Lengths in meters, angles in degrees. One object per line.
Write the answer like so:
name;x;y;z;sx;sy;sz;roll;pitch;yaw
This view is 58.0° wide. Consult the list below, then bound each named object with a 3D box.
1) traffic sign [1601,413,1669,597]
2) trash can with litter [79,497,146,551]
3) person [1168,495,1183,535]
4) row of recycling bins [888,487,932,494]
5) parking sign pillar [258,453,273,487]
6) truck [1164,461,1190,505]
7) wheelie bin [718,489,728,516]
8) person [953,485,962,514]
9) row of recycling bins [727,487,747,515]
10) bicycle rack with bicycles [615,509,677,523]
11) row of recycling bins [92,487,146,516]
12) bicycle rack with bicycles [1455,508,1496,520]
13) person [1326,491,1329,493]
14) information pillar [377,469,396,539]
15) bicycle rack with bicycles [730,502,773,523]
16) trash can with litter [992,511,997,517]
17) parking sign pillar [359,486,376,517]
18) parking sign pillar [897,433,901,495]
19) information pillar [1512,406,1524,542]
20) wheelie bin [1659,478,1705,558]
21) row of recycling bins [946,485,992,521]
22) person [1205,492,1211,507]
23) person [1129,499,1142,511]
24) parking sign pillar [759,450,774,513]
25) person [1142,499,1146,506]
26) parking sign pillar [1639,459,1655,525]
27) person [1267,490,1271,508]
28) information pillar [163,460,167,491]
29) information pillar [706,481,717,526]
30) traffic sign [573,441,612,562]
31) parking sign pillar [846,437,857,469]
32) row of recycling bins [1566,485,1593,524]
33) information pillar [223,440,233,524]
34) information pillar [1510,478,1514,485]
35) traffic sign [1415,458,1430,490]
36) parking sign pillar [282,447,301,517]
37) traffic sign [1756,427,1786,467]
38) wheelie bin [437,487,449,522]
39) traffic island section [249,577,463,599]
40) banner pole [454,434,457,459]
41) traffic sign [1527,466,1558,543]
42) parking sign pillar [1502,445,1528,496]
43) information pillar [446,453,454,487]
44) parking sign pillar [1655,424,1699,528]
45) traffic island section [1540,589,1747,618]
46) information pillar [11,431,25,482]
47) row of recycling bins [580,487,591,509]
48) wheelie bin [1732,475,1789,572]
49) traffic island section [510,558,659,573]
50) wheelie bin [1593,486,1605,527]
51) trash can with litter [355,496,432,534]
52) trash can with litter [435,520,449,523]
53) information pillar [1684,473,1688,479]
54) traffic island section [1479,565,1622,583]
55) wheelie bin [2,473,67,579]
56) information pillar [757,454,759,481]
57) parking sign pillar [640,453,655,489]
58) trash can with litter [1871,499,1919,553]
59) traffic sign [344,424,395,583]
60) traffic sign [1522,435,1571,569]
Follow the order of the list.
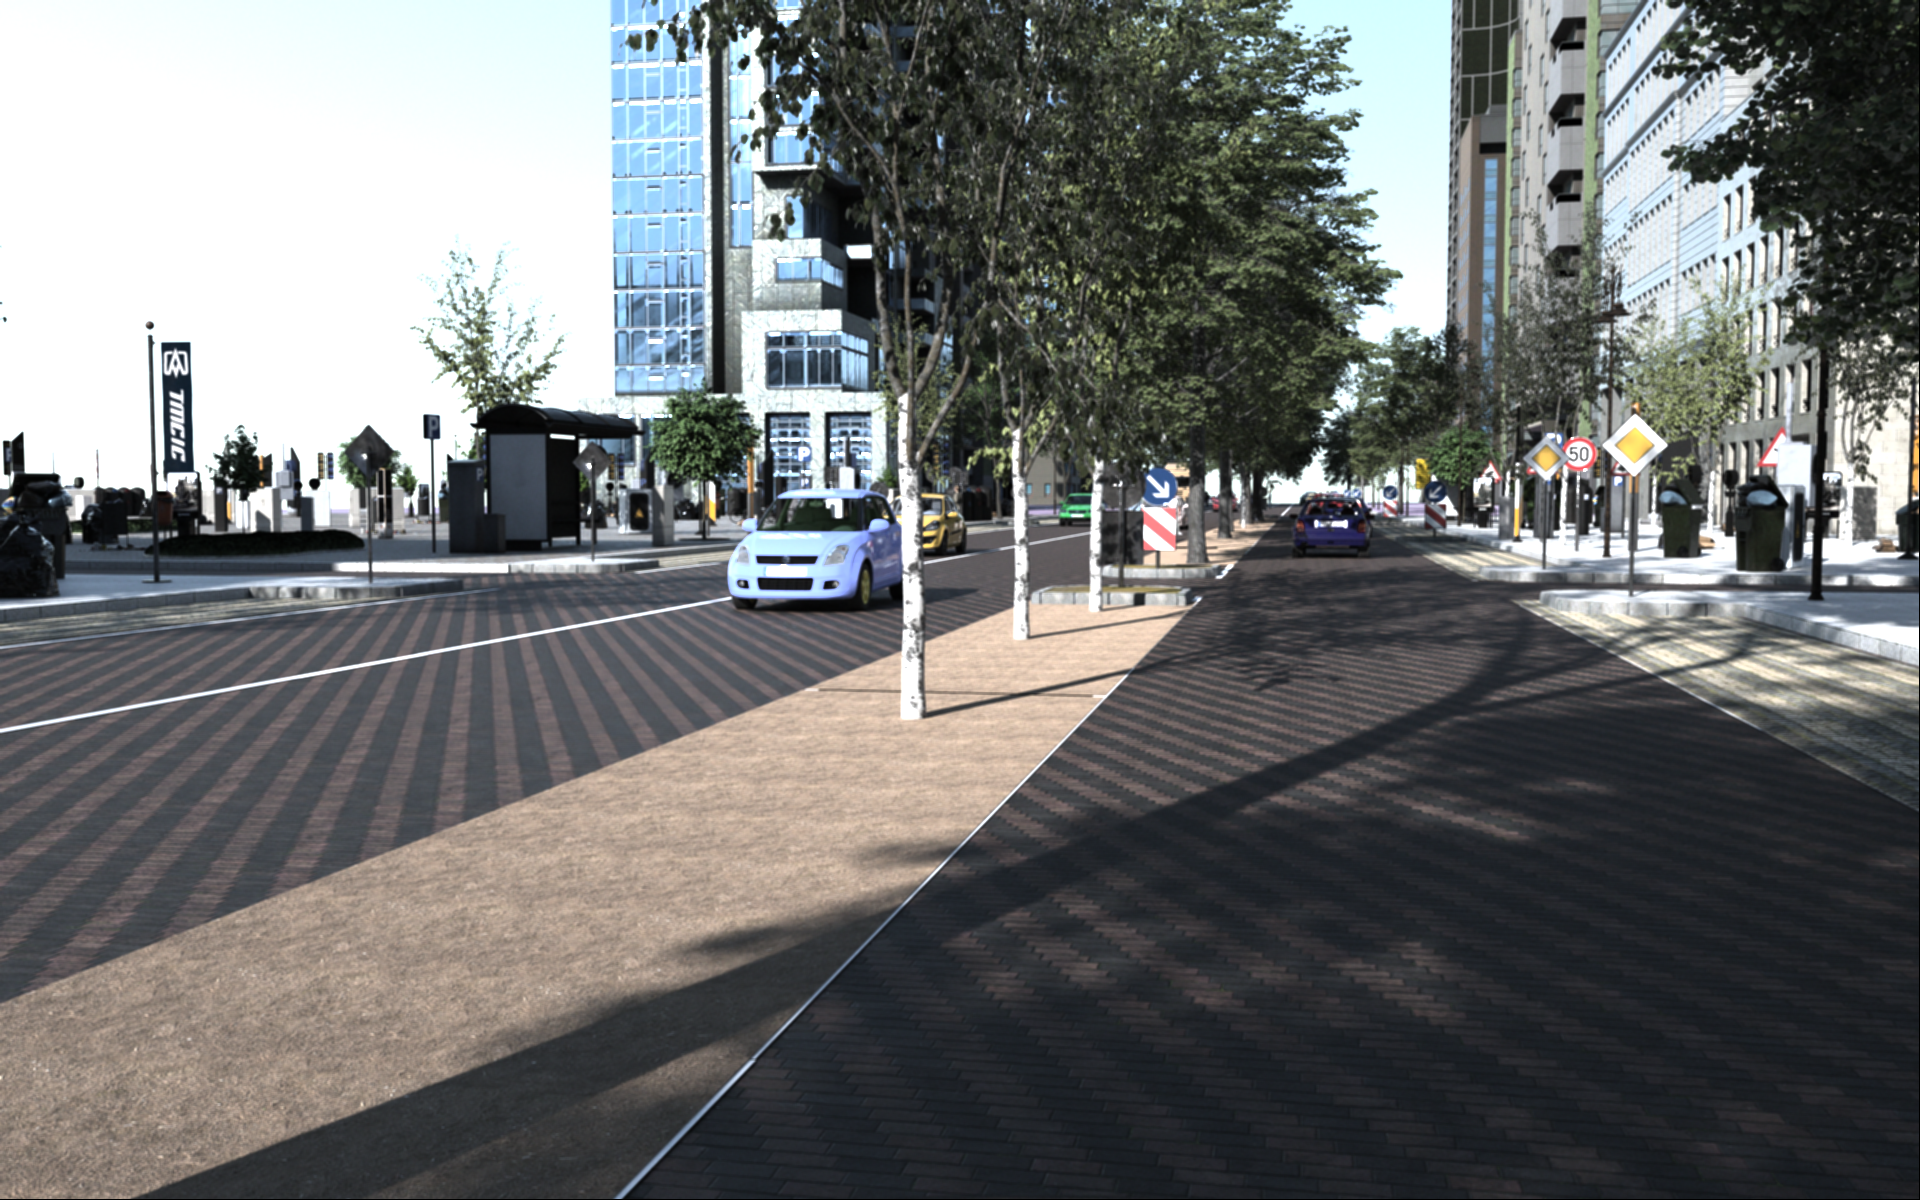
traffic sign;8.395;-1.099;21.616;0.795;2.450;0.064;1;4;11
trash can with litter;-18.979;-1.757;39.778;2.233;1.210;1.678;-2;4;-25
person;7.589;-3.051;60.981;0.503;1.515;0.523;-1;4;-13
row of recycling bins;-2.967;-5.594;98.569;3.534;1.692;1.069;3;5;40
parking sign pillar;-44.880;-7.519;111.406;1.447;3.967;1.447;-1;4;-19
truck;18.879;-9.761;148.506;2.839;4.237;11.283;1;4;10
wheelie bin;-14.288;-5.815;102.988;0.980;1.594;0.693;0;4;-2
person;-0.143;-3.463;65.665;0.362;1.759;0.519;2;4;31
row of recycling bins;-13.200;-6.081;106.534;1.069;1.692;3.534;1;4;23
bicycle rack with bicycles;-14.024;-3.942;77.827;2.925;0.926;2.852;-1;4;-22
row of recycling bins;-48.631;-5.680;99.975;1.069;1.692;3.534;1;4;23
bicycle rack with bicycles;25.402;-4.495;86.879;2.925;0.926;2.852;-1;4;-11
person;40.886;-11.257;192.517;0.705;1.831;1.348;-1;4;-9
information pillar;-16.573;-2.778;49.914;0.304;2.012;0.304;2;4;26
bicycle rack with bicycles;-8.742;-3.869;76.642;2.925;0.926;2.852;0;4;0
trash can with litter;1.585;-5.166;95.859;1.055;1.170;0.624;-1;4;-21
parking sign pillar;-33.566;-6.722;98.371;1.447;3.967;1.447;-1;4;-9
parking sign pillar;-2.401;-5.412;76.954;1.447;3.967;1.447;1;4;16
information pillar;14.933;-3.356;46.224;0.183;3.616;0.504;2;4;32
wheelie bin;14.498;-1.649;34.861;0.980;1.594;0.693;-3;5;-44
row of recycling bins;0.395;-4.627;82.763;1.069;1.692;3.534;2;4;31
person;28.167;-11.466;196.785;0.721;1.723;1.217;-2;4;-27
person;4.997;-2.462;49.024;0.793;1.790;0.793;-1;4;-22
parking sign pillar;-11.716;-7.100;104.555;1.447;3.967;1.447;1;4;21
person;8.462;-4.270;78.498;0.728;1.800;0.709;3;5;43
parking sign pillar;29.571;-5.187;73.283;1.447;3.967;1.447;3;4;38
person;30.855;-10.036;172.666;0.705;1.814;1.350;1;4;21
information pillar;-54.418;-7.792;118.757;0.504;3.616;0.183;1;4;16
information pillar;-10.077;-4.798;69.806;0.504;3.616;0.183;1;4;11
traffic sign;-6.964;-1.784;32.811;0.795;2.450;0.064;1;4;11
parking sign pillar;-5.214;-5.757;82.607;1.447;3.967;1.447;0;4;-7
row of recycling bins;26.739;-4.226;76.215;1.069;1.692;3.534;0;4;-6
information pillar;-31.720;-5.114;74.975;0.504;3.616;0.183;3;5;43
information pillar;25.253;-4.556;78.987;0.304;2.012;0.304;-2;4;-28
traffic sign;26.638;-6.302;96.905;2.265;3.308;0.079;1;4;14
parking sign pillar;-37.846;-6.719;98.330;1.447;3.967;1.447;-3;4;-38
traffic sign;15.887;-2.052;33.559;0.884;2.594;0.081;1;4;14
wheelie bin;-23.544;-4.370;79.354;0.693;1.594;0.980;0;4;1
traffic island section;-8.541;-0.169;25.044;2.009;0.180;2.903;1;4;11
banner pole;-21.161;-5.059;72.736;0.401;3.779;0.863;-1;4;-17
traffic sign;15.396;-2.801;45.806;0.884;2.594;0.081;1;4;12
parking sign pillar;30.762;-6.577;96.000;1.447;3.967;1.447;3;4;37
information pillar;-28.897;-6.540;98.278;0.183;3.616;0.504;3;5;39
parking sign pillar;27.415;-4.740;65.965;1.447;3.967;1.447;1;4;23
traffic island section;8.420;0.036;21.689;2.009;0.180;2.903;1;4;11
information pillar;-34.677;-4.433;63.832;0.183;3.616;0.504;2;4;29
row of recycling bins;-20.071;-5.218;92.427;1.069;1.692;3.534;0;4;-1
wheelie bin;13.221;-1.268;28.645;0.693;1.594;0.980;0;4;-3
traffic island section;-6.988;-0.648;32.877;2.009;0.180;2.903;1;4;11
wheelie bin;24.920;-3.603;66.812;0.980;1.594;0.693;-1;4;-16
trash can with litter;-18.478;-2.732;55.732;2.233;1.210;1.678;2;4;26
trash can with litter;-23.148;-3.978;76.098;2.233;1.210;1.678;-2;4;-28
information pillar;25.735;-3.461;61.077;0.304;2.012;0.304;0;4;-4
traffic island section;9.973;-0.443;29.522;2.009;0.180;2.903;1;4;11
wheelie bin;-13.894;-1.118;26.181;0.693;1.594;0.980;3;5;39
information pillar;-11.915;-6.773;102.085;0.183;3.616;0.504;-1;4;-9
parking sign pillar;-17.443;-6.616;96.648;1.447;3.967;1.447;1;4;9
trash can with litter;20.654;-1.628;37.997;1.055;1.170;0.624;0;4;-1
traffic sign;-8.517;-1.305;24.978;0.795;2.450;0.064;1;4;11
traffic sign;9.948;-1.578;29.449;0.795;2.450;0.064;1;4;11
